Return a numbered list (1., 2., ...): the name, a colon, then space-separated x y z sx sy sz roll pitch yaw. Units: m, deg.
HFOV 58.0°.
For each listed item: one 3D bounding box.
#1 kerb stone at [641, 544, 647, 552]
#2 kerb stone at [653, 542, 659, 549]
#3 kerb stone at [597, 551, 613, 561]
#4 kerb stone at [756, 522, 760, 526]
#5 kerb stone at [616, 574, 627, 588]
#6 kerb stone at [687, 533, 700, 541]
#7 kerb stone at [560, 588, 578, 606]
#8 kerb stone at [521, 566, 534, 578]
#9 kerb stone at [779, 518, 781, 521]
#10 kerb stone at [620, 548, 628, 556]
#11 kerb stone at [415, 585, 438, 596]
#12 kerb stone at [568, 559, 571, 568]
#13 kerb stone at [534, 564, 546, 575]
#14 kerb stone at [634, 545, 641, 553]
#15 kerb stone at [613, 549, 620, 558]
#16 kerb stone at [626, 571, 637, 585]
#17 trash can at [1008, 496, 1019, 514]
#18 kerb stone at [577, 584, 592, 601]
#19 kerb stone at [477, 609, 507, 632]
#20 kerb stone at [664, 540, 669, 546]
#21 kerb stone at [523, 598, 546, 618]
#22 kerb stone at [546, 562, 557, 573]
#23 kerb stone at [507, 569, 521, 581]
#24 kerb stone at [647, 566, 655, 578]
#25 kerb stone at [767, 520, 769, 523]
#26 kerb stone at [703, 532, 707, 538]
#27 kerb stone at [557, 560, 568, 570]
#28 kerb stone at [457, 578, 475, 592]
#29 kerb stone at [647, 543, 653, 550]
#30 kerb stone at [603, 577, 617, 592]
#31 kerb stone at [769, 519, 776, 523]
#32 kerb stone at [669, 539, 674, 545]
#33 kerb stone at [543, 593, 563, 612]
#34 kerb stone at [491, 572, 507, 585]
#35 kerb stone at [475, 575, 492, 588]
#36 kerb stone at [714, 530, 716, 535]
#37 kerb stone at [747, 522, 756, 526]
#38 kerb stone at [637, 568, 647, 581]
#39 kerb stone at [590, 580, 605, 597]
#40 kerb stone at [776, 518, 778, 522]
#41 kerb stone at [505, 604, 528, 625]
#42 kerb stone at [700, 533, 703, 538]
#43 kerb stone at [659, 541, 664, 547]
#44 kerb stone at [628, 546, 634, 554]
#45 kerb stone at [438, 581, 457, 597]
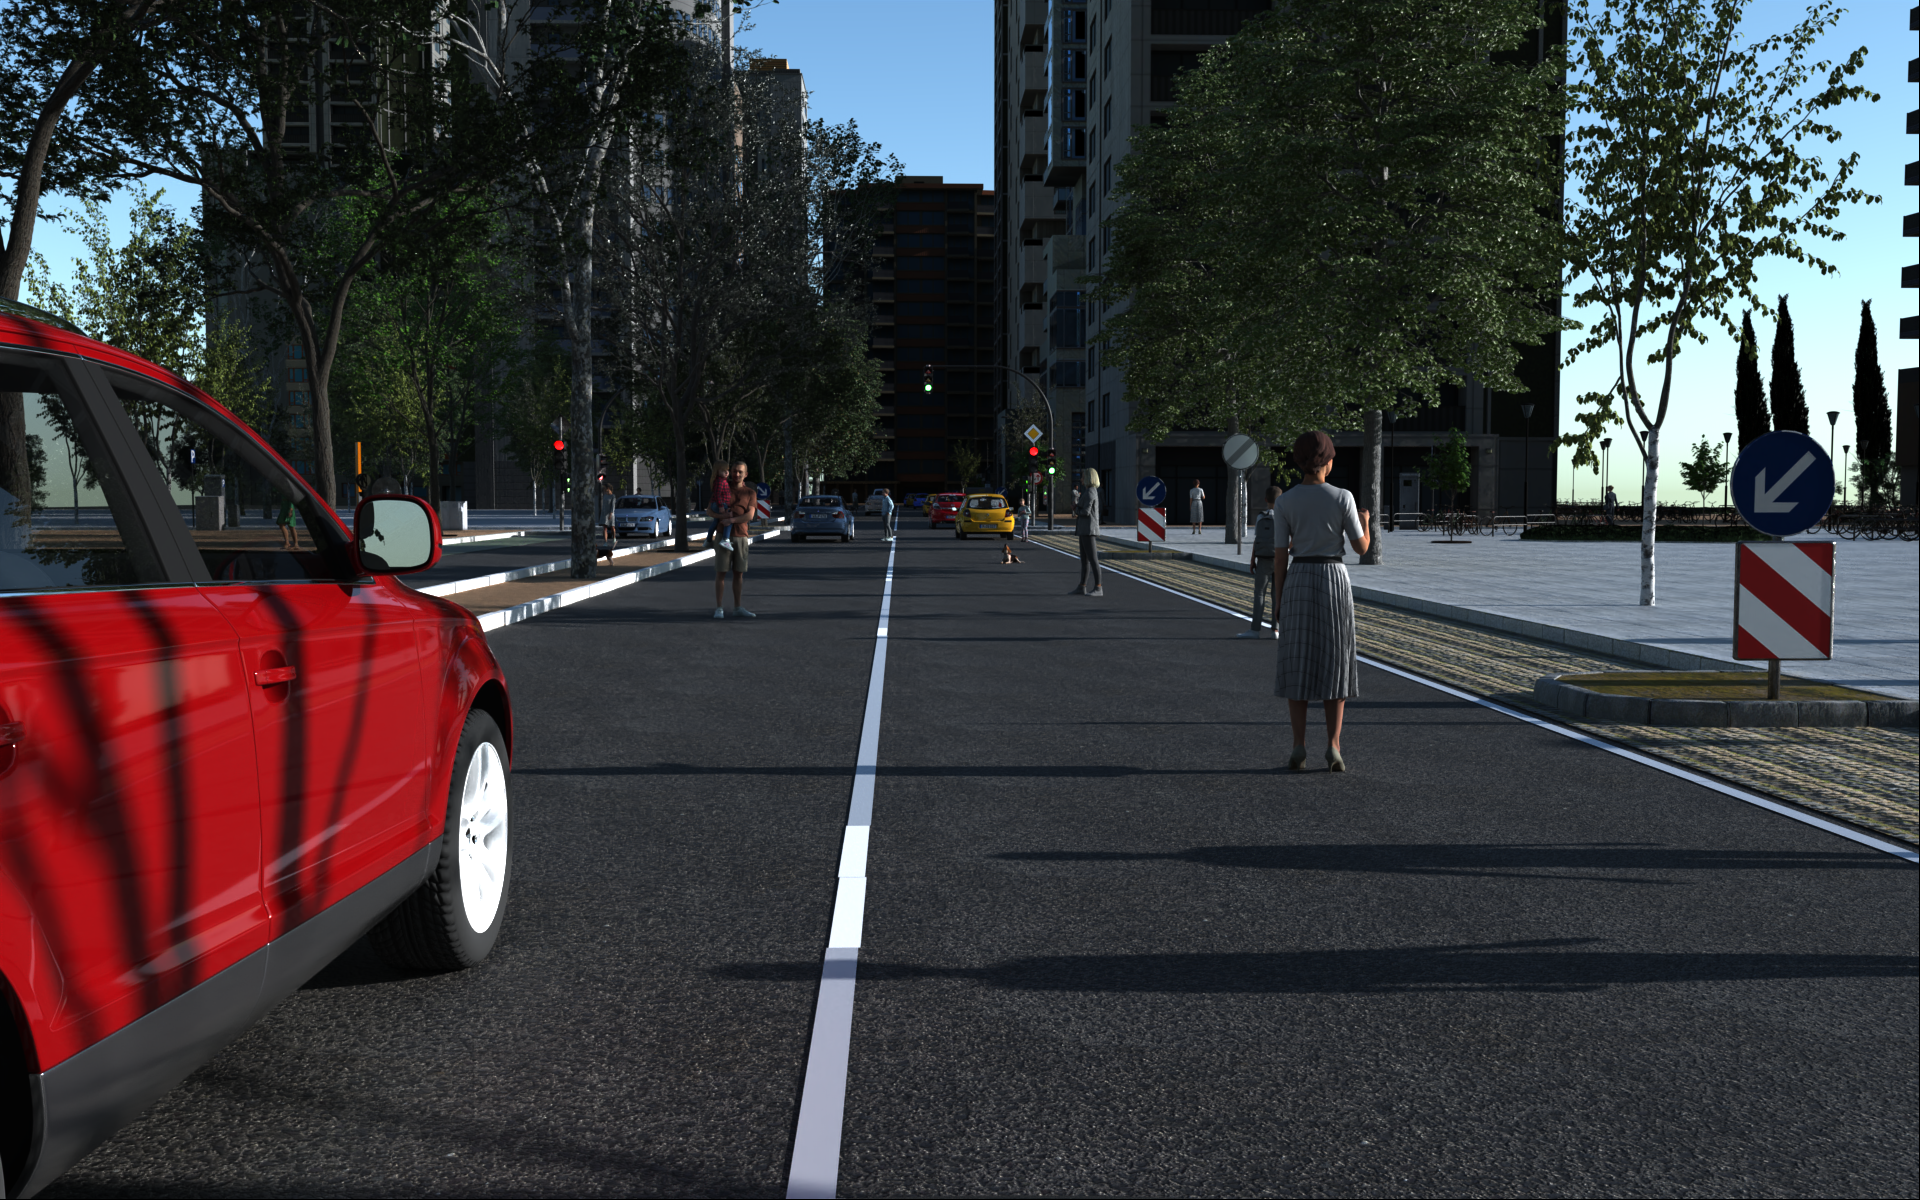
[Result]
1. kerb stone: -7.949 -1.265 42.925 0.120 0.150 1.000 0 4 -2
2. kerb stone: -8.010 -1.390 44.980 0.120 0.150 1.000 0 4 -2
3. kerb stone: -7.768 -0.953 37.777 0.120 0.150 1.000 0 4 -2
4. kerb stone: -9.139 -3.365 77.217 0.120 0.150 1.000 0 4 -2
5. kerb stone: -5.288 -0.266 26.577 0.120 0.150 1.000 0 4 -2
6. kerb stone: -8.339 -1.957 54.188 0.120 0.150 1.000 0 4 -2
7. kerb stone: -5.142 -0.017 22.476 0.120 0.150 1.000 0 4 -2
8. kerb stone: -7.484 -0.448 29.550 0.120 0.150 1.000 0 4 -2
9. kerb stone: -9.599 -4.180 90.535 0.120 0.150 1.000 0 4 -2
10. kerb stone: -7.847 -1.079 39.844 0.120 0.150 1.000 0 4 -2
11. kerb stone: -7.277 -0.072 23.403 0.120 0.150 1.000 0 4 -2
12. kerb stone: -7.623 -0.702 33.669 0.120 0.150 1.000 0 4 -2
13. kerb stone: -7.524 -0.513 30.577 0.120 0.150 1.000 0 4 -2
14. kerb stone: -7.914 -1.205 41.903 0.120 0.150 1.000 0 4 -2
15. kerb stone: -7.810 -1.016 38.813 0.120 0.150 1.000 0 4 -2
16. kerb stone: -5.325 -0.330 27.598 0.120 0.150 1.000 0 4 -2
17. trash can: 3.438 -6.086 111.166 0.748 1.137 0.748 0 3 0
18. kerb stone: -5.182 -0.080 23.502 0.120 0.150 1.000 0 4 -2
19. kerb stone: -5.010 0.234 18.364 0.120 0.150 1.000 0 4 -2
20. kerb stone: -8.096 -1.519 47.027 0.120 0.150 1.000 0 4 -2
21. kerb stone: -5.069 0.111 20.409 0.120 0.150 1.000 0 4 -2
22. kerb stone: -7.558 -0.574 31.610 0.120 0.150 1.000 0 4 -2
23. kerb stone: -7.453 -0.385 28.529 0.120 0.150 1.000 0 4 -2
24. kerb stone: -5.395 -0.455 29.641 0.120 0.150 1.000 0 4 -2
25. kerb stone: -9.317 -3.673 82.339 0.120 0.150 1.000 0 4 -2
26. kerb stone: -8.417 -2.082 56.230 0.120 0.150 1.000 0 4 -2
27. kerb stone: -7.595 -0.636 32.642 0.120 0.150 1.000 0 4 -2
28. kerb stone: -7.344 -0.200 25.458 0.120 0.150 1.000 0 4 -2
29. kerb stone: -7.995 -1.331 43.953 0.120 0.150 1.000 0 4 -2
30. kerb stone: -5.243 -0.205 25.552 0.120 0.150 1.000 0 4 -2
31. kerb stone: -9.499 -3.992 87.467 0.120 0.150 1.000 0 4 -2
32. kerb stone: -8.125 -1.581 48.050 0.120 0.150 1.000 0 4 -2
33. kerb stone: -5.111 0.046 21.445 0.120 0.150 1.000 0 4 -2
34. kerb stone: -7.409 -0.325 27.508 0.120 0.150 1.000 0 4 -2
35. kerb stone: -7.382 -0.255 26.481 0.120 0.150 1.000 0 4 -2
36. kerb stone: -8.508 -2.269 59.298 0.120 0.150 1.000 0 4 -2
37. kerb stone: -9.069 -3.240 75.173 0.120 0.150 1.000 0 4 -2
38. kerb stone: -5.355 -0.392 28.620 0.120 0.150 1.000 0 4 -2
39. kerb stone: -5.211 -0.140 24.530 0.120 0.150 1.000 0 4 -2
40. kerb stone: -9.535 -4.055 88.489 0.120 0.150 1.000 0 4 -2
41. kerb stone: -5.030 0.175 19.386 0.120 0.150 1.000 0 4 -2
42. kerb stone: -8.375 -2.019 55.209 0.120 0.150 1.000 0 4 -2
43. kerb stone: -8.064 -1.453 46.000 0.120 0.150 1.000 0 4 -2
44. kerb stone: -7.881 -1.139 40.880 0.120 0.150 1.000 0 4 -2
45. kerb stone: -7.315 -0.134 24.428 0.120 0.150 1.000 0 4 -2
